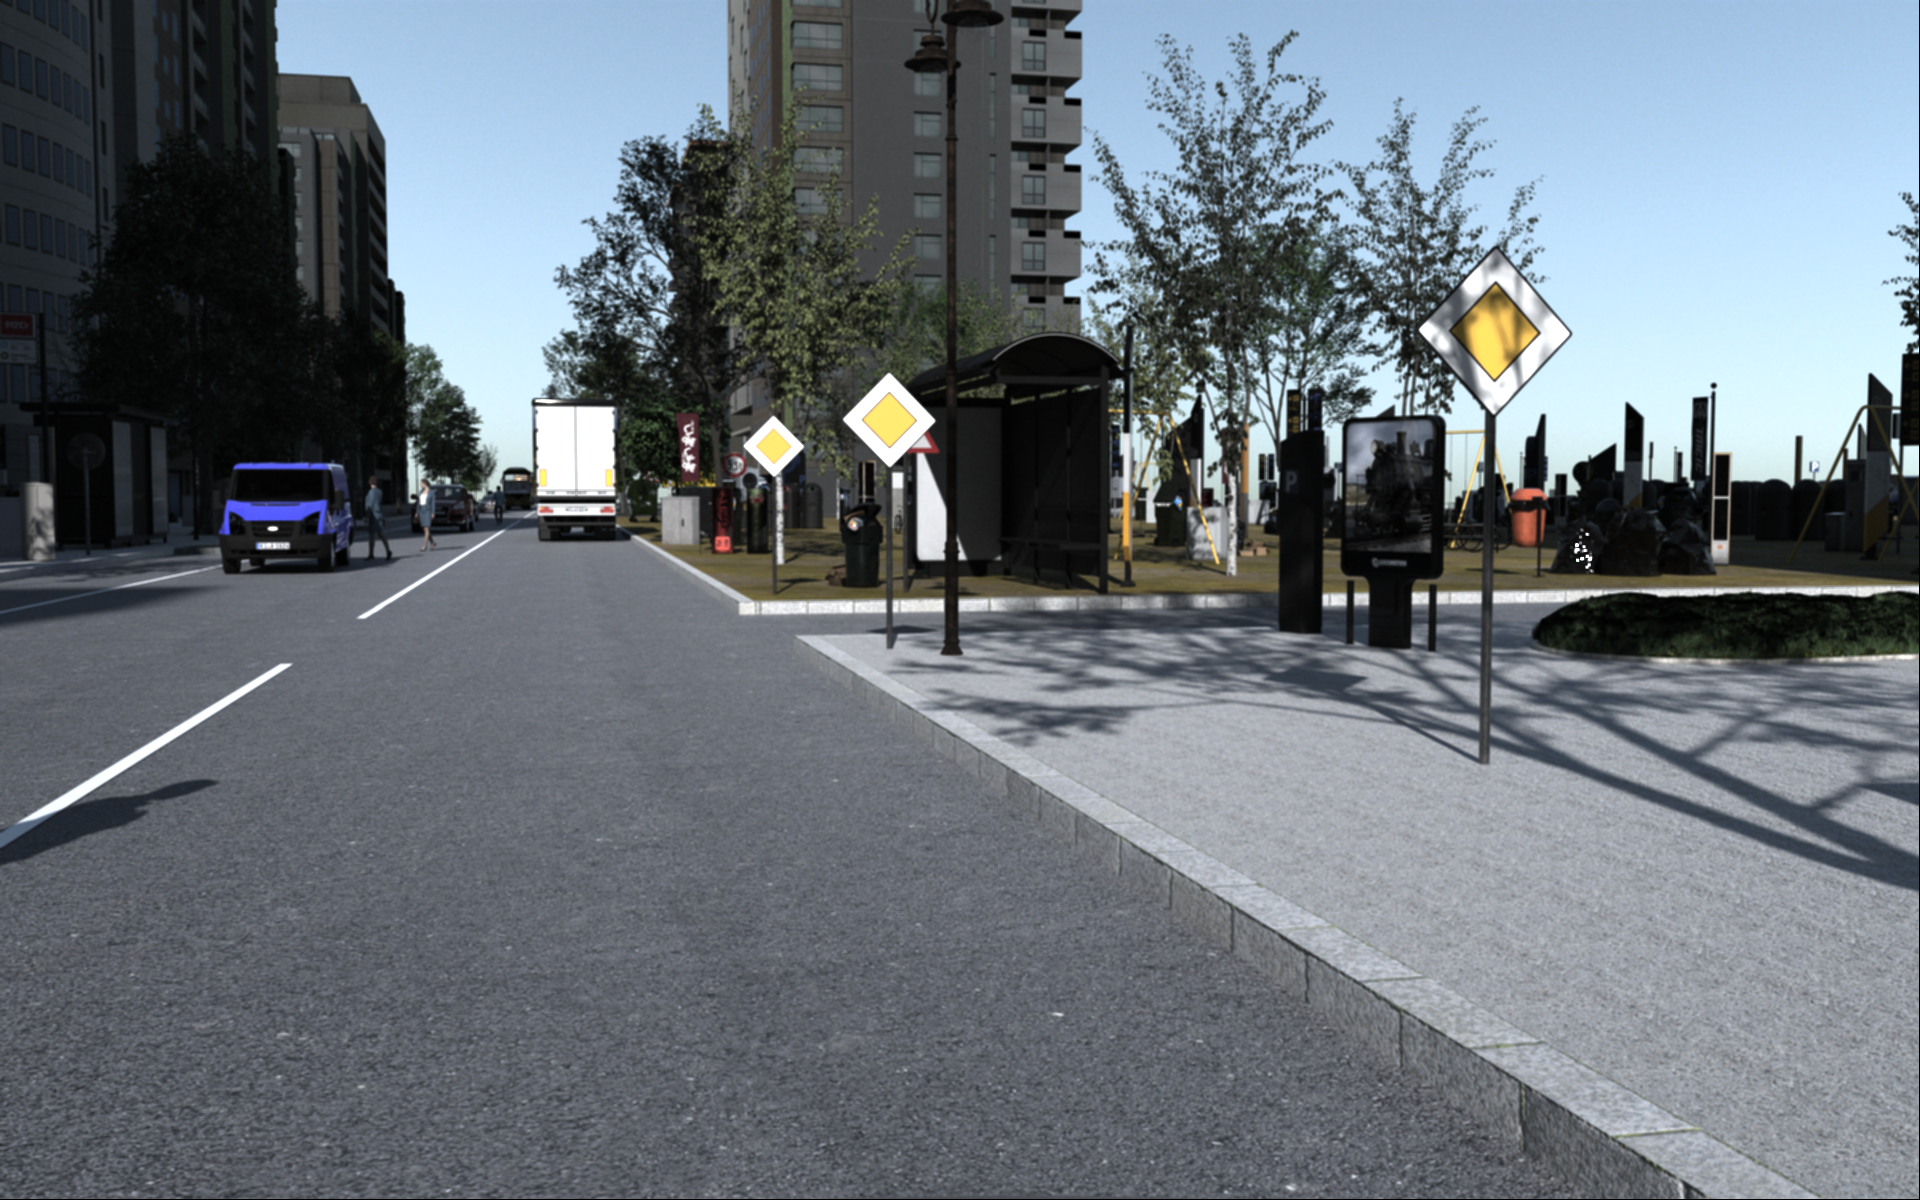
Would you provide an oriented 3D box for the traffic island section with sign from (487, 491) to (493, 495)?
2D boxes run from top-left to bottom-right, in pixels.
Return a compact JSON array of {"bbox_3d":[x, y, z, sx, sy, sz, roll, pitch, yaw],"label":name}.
[{"bbox_3d":[-53.568,-11.569,197.788,1.989,1.847,2.006,-1,4,-13],"label":"traffic island section with sign"}]

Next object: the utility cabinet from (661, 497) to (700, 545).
[{"bbox_3d":[-7.132,-2.019,44.165,1.020,1.237,0.306,2,4,30],"label":"utility cabinet"}]

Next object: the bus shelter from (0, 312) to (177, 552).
[{"bbox_3d":[-20.680,-3.879,41.046,2.179,5.291,8.768,-1,4,-13],"label":"bus shelter"}]

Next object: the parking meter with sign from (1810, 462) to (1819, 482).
[{"bbox_3d":[46.310,-5.893,92.615,0.543,3.016,1.738,-1,4,-19],"label":"parking meter with sign"}]

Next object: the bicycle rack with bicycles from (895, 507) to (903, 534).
[{"bbox_3d":[-0.683,-2.531,54.767,2.852,0.926,2.925,-1,4,-14],"label":"bicycle rack with bicycles"}]

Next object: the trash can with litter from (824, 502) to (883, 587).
[{"bbox_3d":[-1.527,-0.770,23.977,0.624,1.170,1.055,-3,4,-37],"label":"trash can with litter"}]

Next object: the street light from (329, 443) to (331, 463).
[{"bbox_3d":[-27.920,-6.358,76.748,0.468,5.910,1.993,-1,4,-13],"label":"street light"}]

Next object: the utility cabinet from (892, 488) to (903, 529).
[{"bbox_3d":[-2.095,-3.302,62.667,1.173,1.500,0.318,-3,5,-42],"label":"utility cabinet"}]

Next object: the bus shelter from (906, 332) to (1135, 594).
[{"bbox_3d":[0.596,-1.861,24.356,2.014,3.302,5.546,-1,4,-13],"label":"bus shelter"}]

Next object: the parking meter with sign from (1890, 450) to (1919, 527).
[{"bbox_3d":[39.675,-4.647,72.239,1.738,3.016,0.543,3,5,44],"label":"parking meter with sign"}]

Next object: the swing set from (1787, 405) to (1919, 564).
[{"bbox_3d":[17.031,-2.051,31.151,3.119,2.851,2.862,-2,4,-31],"label":"swing set"}]

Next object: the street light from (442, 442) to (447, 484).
[{"bbox_3d":[-44.988,-10.906,151.101,0.468,5.910,1.993,-1,4,-13],"label":"street light"}]

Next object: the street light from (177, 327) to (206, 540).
[{"bbox_3d":[-21.274,-4.604,48.067,0.468,5.910,1.993,-1,4,-13],"label":"street light"}]

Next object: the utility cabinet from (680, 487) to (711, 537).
[{"bbox_3d":[-7.588,-2.575,50.773,1.173,1.500,0.318,-1,4,-13],"label":"utility cabinet"}]

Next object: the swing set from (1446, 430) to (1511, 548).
[{"bbox_3d":[12.098,-2.797,43.348,2.862,2.851,3.119,-3,4,-38],"label":"swing set"}]

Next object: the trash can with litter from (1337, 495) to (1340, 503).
[{"bbox_3d":[22.101,-5.439,99.985,2.233,1.210,1.678,-2,4,-28],"label":"trash can with litter"}]

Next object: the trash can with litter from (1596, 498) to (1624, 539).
[{"bbox_3d":[16.167,-1.954,43.330,0.624,1.170,1.055,3,5,41],"label":"trash can with litter"}]

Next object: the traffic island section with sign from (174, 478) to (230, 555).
[{"bbox_3d":[-17.862,-2.048,42.114,1.989,1.847,2.006,-1,4,-13],"label":"traffic island section with sign"}]

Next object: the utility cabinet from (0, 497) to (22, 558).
[{"bbox_3d":[-19.305,-1.435,34.624,0.306,1.237,1.020,2,4,34],"label":"utility cabinet"}]

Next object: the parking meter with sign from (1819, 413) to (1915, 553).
[{"bbox_3d":[19.986,-2.566,38.223,0.543,3.016,1.738,-2,4,-26],"label":"parking meter with sign"}]

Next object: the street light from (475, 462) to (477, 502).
[{"bbox_3d":[-56.990,-14.118,203.615,0.468,5.910,1.993,-1,4,-13],"label":"street light"}]

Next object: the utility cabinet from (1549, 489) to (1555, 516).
[{"bbox_3d":[27.878,-4.432,81.150,0.318,1.500,1.173,0,4,7],"label":"utility cabinet"}]

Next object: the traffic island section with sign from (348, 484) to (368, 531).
[{"bbox_3d":[-23.886,-3.655,68.390,1.989,1.847,2.006,-1,4,-13],"label":"traffic island section with sign"}]

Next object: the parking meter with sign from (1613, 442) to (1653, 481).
[{"bbox_3d":[22.327,-3.792,58.266,1.738,3.016,0.543,1,4,18],"label":"parking meter with sign"}]

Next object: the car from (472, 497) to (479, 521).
[{"bbox_3d":[-26.006,-4.908,90.026,2.009,1.686,4.222,-1,4,-12],"label":"car"}]

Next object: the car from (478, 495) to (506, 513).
[{"bbox_3d":[-36.585,-7.533,135.528,2.083,1.381,4.827,-1,4,-12],"label":"car"}]

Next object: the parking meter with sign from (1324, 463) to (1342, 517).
[{"bbox_3d":[20.710,-6.143,96.694,0.543,3.016,1.738,-1,4,-19],"label":"parking meter with sign"}]

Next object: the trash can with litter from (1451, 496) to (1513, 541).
[{"bbox_3d":[14.986,-2.249,47.821,2.233,1.210,1.678,0,4,-6],"label":"trash can with litter"}]

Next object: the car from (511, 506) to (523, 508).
[{"bbox_3d":[-46.183,-10.389,179.639,2.009,1.686,4.222,-1,4,-11],"label":"car"}]

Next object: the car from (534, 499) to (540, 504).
[{"bbox_3d":[-57.601,-13.565,234.142,2.083,1.381,4.827,-1,4,-13],"label":"car"}]

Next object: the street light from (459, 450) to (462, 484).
[{"bbox_3d":[-50.546,-12.374,175.096,0.468,5.910,1.993,-1,4,-13],"label":"street light"}]

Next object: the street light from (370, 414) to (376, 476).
[{"bbox_3d":[-31.863,-7.418,94.070,0.468,5.910,1.993,-1,4,-13],"label":"street light"}]

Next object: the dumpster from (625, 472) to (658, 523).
[{"bbox_3d":[-14.337,-4.640,78.356,1.502,2.255,1.985,-1,4,-13],"label":"dumpster"}]

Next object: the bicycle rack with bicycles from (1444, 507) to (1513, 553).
[{"bbox_3d":[10.985,-1.570,39.051,2.925,0.926,2.852,1,4,16],"label":"bicycle rack with bicycles"}]

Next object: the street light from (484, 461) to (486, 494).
[{"bbox_3d":[-63.731,-15.895,232.667,0.468,5.910,1.993,-1,4,-13],"label":"street light"}]

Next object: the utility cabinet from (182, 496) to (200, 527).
[{"bbox_3d":[-30.290,-3.518,68.678,1.020,1.237,0.306,-2,4,-23],"label":"utility cabinet"}]

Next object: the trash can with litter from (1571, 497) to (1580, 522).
[{"bbox_3d":[26.541,-3.773,73.078,1.055,1.170,0.624,0,4,-8],"label":"trash can with litter"}]

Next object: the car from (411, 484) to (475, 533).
[{"bbox_3d":[-19.704,-3.513,66.116,2.281,1.827,5.304,-1,4,-12],"label":"car"}]

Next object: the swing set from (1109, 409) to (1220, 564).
[{"bbox_3d":[2.878,-2.111,32.138,3.119,2.851,2.862,-3,4,-37],"label":"swing set"}]

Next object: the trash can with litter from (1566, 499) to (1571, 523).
[{"bbox_3d":[27.418,-4.070,77.928,0.624,1.170,1.055,-1,4,-21],"label":"trash can with litter"}]

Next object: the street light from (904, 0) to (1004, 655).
[{"bbox_3d":[-0.066,-2.501,13.677,0.468,5.910,1.993,-1,4,-13],"label":"street light"}]

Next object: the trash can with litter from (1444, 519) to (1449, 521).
[{"bbox_3d":[23.603,-4.385,82.757,2.233,1.210,1.678,3,5,39],"label":"trash can with litter"}]

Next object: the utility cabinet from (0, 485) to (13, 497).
[{"bbox_3d":[-22.668,-1.950,40.564,0.318,1.500,1.173,0,4,3],"label":"utility cabinet"}]

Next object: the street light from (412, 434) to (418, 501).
[{"bbox_3d":[-38.350,-9.143,122.281,0.468,5.910,1.993,-1,4,-13],"label":"street light"}]

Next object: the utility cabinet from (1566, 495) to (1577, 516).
[{"bbox_3d":[33.978,-5.249,96.988,1.020,1.237,0.306,0,4,5],"label":"utility cabinet"}]

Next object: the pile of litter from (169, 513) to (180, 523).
[{"bbox_3d":[-35.729,-3.879,77.383,1.719,0.858,1.176,-3,5,-41],"label":"pile of litter"}]

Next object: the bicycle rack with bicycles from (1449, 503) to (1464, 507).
[{"bbox_3d":[21.719,-3.706,73.969,2.852,0.926,2.925,2,4,35],"label":"bicycle rack with bicycles"}]

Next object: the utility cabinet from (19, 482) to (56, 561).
[{"bbox_3d":[-17.724,-1.505,33.285,0.318,1.500,1.173,-3,5,-42],"label":"utility cabinet"}]
